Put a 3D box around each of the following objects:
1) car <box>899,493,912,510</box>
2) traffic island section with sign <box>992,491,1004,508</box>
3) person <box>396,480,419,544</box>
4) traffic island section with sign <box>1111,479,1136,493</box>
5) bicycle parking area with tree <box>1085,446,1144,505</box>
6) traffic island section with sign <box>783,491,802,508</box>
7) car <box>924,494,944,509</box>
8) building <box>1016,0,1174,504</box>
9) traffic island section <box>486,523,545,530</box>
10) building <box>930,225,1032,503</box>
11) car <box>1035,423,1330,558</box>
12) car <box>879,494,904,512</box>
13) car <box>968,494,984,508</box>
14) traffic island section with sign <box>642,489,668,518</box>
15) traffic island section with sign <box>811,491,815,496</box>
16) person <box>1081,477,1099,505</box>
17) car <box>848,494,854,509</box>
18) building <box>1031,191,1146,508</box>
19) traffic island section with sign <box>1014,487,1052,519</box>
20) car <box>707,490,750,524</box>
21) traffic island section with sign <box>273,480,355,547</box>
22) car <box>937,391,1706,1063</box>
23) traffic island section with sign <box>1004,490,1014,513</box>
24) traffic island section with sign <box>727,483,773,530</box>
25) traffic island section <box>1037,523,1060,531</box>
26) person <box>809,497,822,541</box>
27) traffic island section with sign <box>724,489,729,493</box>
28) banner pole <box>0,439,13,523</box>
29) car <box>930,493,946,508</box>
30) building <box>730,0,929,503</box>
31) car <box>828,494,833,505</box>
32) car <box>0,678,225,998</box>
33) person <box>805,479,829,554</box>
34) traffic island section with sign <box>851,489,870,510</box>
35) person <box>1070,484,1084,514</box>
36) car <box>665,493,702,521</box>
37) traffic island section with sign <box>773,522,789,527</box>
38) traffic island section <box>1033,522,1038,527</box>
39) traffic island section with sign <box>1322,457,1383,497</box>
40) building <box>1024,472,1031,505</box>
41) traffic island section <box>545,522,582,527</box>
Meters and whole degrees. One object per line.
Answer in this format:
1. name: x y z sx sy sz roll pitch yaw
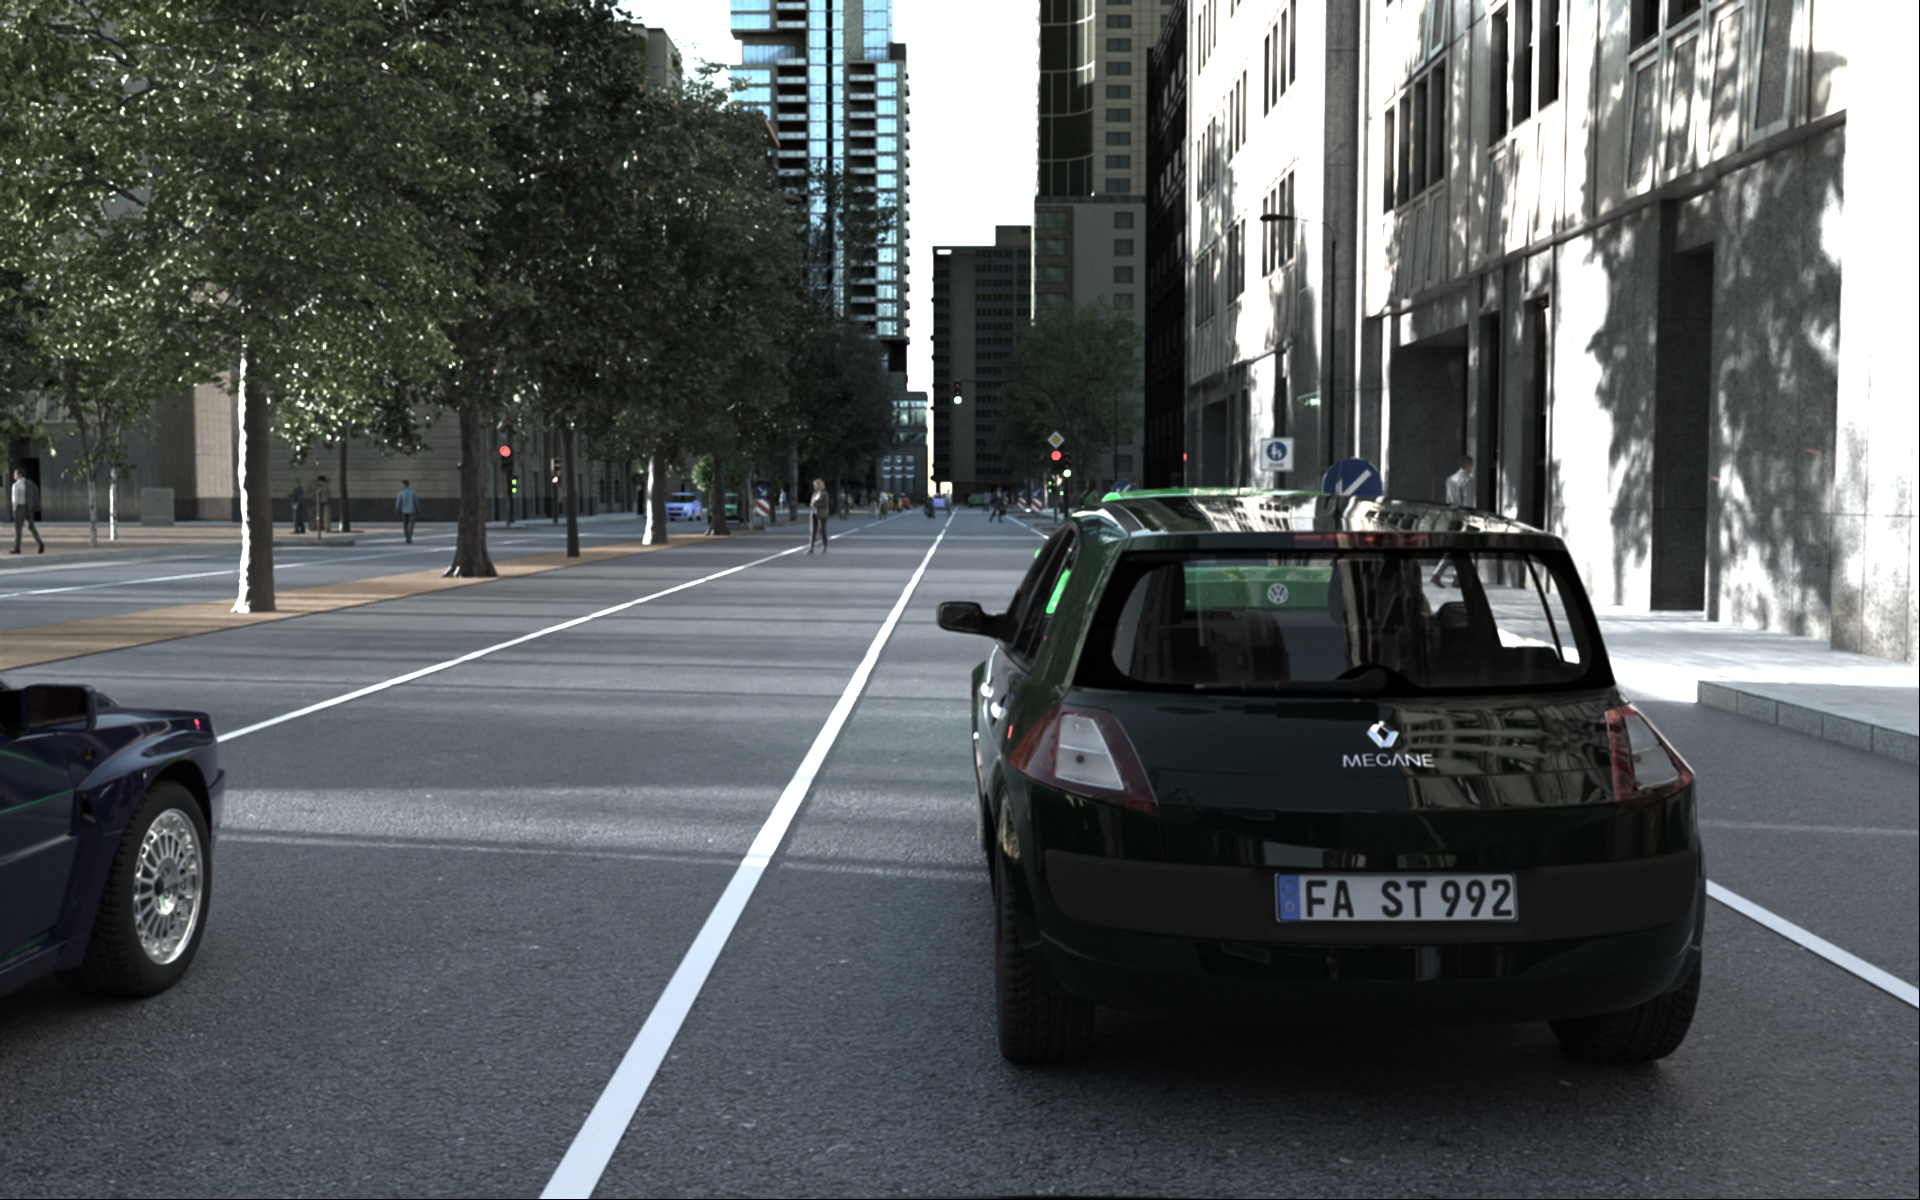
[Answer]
1. car: -5.555 -9.248 160.250 2.155 1.783 4.494 0 4 1
2. traffic island section with sign: 4.585 -10.439 179.308 1.989 1.847 2.006 0 4 0
3. person: -16.054 -2.561 50.238 0.638 1.841 0.748 0 4 -1
4. traffic island section with sign: 4.204 -2.311 46.416 1.989 1.847 2.006 0 4 0
5. bicycle parking area with tree: 11.689 -7.010 101.609 9.016 4.147 8.231 0 4 -5
6. traffic island section with sign: -17.445 -10.454 179.542 1.989 1.847 2.006 0 4 0
7. car: -2.401 -9.329 164.327 2.131 1.459 4.920 0 4 -1
8. building: 17.568 -47.487 214.656 20.563 71.187 20.611 0 4 0
9. traffic island section: -18.078 -2.874 69.275 2.009 0.180 2.903 0 4 0
10. building: 7.679 -34.300 252.692 23.993 40.220 32.217 0 4 0
11. car: 1.461 -0.093 10.323 1.959 1.807 4.718 0 4 -1
12. car: -5.561 -7.922 139.750 2.015 1.641 3.980 0 4 1
13. car: 1.815 -10.518 180.762 1.959 1.807 4.718 0 4 -1
14. traffic island section with sign: -17.660 -5.745 102.554 1.989 1.847 2.006 0 4 0
15. traffic island section with sign: -17.352 -12.114 206.685 1.989 1.847 2.006 0 4 0
16. person: 2.858 -1.754 37.421 0.529 1.795 0.600 0 4 3
17. car: -11.373 -9.793 170.341 2.015 1.641 3.980 0 4 0
18. building: 13.954 -24.345 169.737 14.160 30.474 14.107 0 4 0
19. traffic island section with sign: 4.356 -5.698 101.791 1.989 1.847 2.006 0 4 0
20. car: -11.024 -4.549 83.167 1.959 1.807 4.718 0 4 0
21. traffic island section with sign: -17.802 -2.386 47.647 1.989 1.847 2.006 0 4 0
22. car: 0.924 0.246 5.766 2.009 1.686 4.222 0 4 0
23. traffic island section with sign: 4.440 -7.347 128.746 1.989 1.847 2.006 0 4 0
24. traffic island section with sign: -8.721 -3.752 69.483 2.006 1.907 1.989 0 4 0
25. traffic island section: 4.263 -2.870 69.207 2.009 0.180 2.903 0 4 0
26. person: -4.288 -2.625 52.416 0.512 1.701 0.522 -1 4 -16
27. traffic island section with sign: -17.581 -7.393 129.509 1.989 1.847 2.006 0 4 0
28. banner pole: -42.280 -5.281 76.365 0.863 3.779 0.401 -1 4 -12
29. car: -1.674 -8.557 149.499 1.945 1.707 3.694 0 4 1
30. building: -20.091 -57.099 246.244 31.000 86.520 22.319 0 4 0
31. car: -14.891 -11.693 203.177 2.014 1.417 4.499 0 4 -1
32. car: -3.112 0.538 3.788 1.945 1.354 3.894 0 4 -1
33. person: -3.401 -2.015 41.637 0.537 1.800 0.526 3 5 44
34. traffic island section with sign: -8.485 -8.801 152.028 2.006 1.907 1.989 0 4 0
35. person: 3.961 -3.058 59.053 0.519 1.759 0.362 -1 4 -20
36. car: -14.954 -5.099 92.965 1.945 1.707 3.694 0 4 1
37. traffic island section with sign: -8.690 -4.205 76.890 2.006 1.907 1.989 0 4 0
38. traffic island section: 4.286 -3.358 77.192 2.009 0.180 2.903 0 4 0
39. traffic island section with sign: 4.130 -0.663 19.461 1.989 1.847 2.006 0 4 0
40. building: 21.463 -21.187 191.452 27.650 21.520 28.899 0 4 0
41. traffic island section: -18.055 -3.363 77.260 2.009 0.180 2.903 0 4 0
